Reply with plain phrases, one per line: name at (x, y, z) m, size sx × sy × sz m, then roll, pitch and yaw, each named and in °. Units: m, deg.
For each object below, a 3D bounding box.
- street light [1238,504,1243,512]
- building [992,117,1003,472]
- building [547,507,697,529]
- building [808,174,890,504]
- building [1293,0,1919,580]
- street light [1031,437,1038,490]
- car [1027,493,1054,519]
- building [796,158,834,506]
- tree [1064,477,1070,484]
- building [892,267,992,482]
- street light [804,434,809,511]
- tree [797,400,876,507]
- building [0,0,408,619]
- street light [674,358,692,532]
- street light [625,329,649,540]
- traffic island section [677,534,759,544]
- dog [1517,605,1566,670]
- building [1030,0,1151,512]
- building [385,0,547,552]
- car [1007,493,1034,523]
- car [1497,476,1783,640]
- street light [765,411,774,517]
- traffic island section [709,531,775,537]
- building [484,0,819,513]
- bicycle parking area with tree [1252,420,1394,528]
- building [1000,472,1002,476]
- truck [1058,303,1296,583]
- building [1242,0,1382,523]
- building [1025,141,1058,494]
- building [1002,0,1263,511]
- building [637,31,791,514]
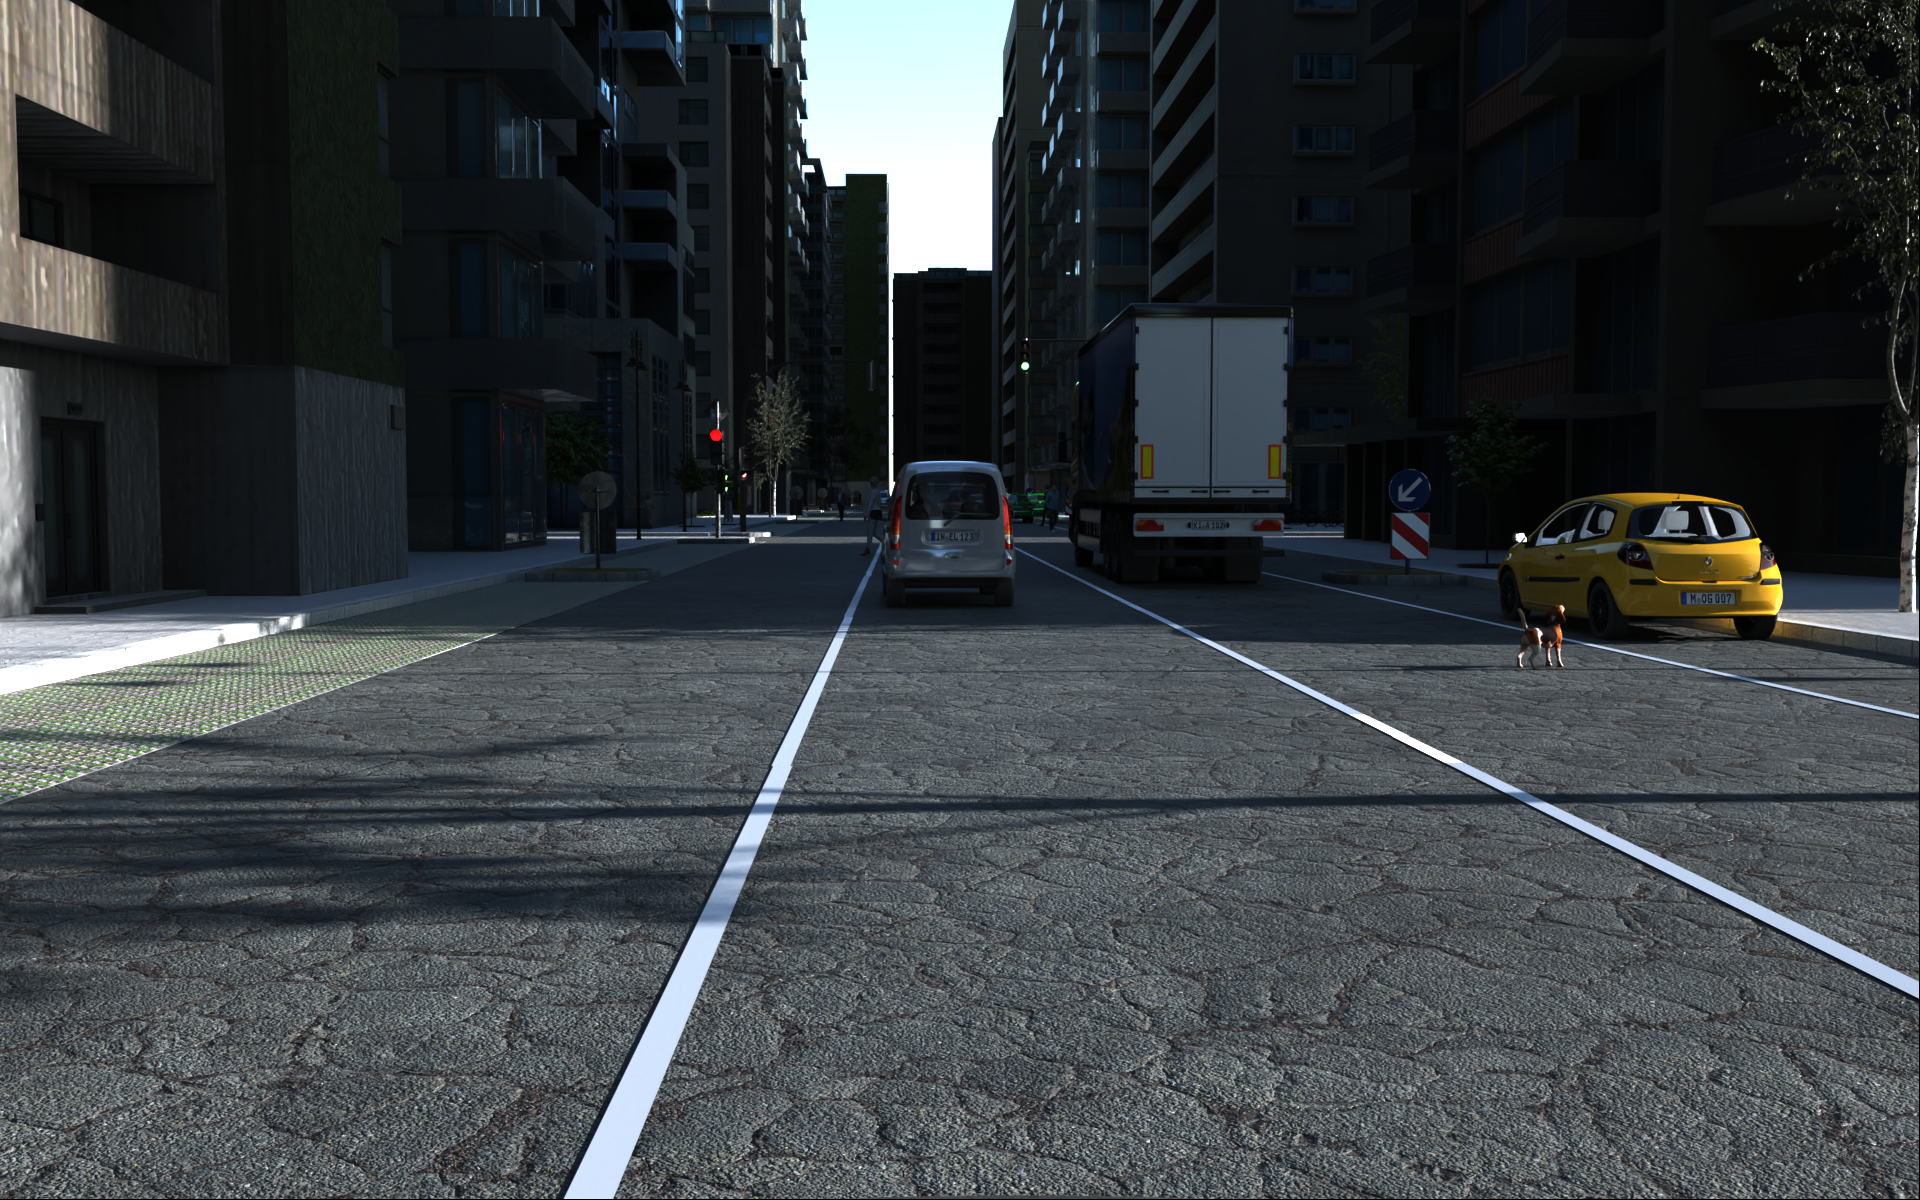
street light at (8.230, -4.766, 50.718) m, size 0.468 × 5.910 × 1.993 m, roll 0°, pitch 4°, yaw -2°
building at (10.969, -33.739, 201.751) m, size 14.600 × 45.320 × 14.200 m, roll 0°, pitch 4°, yaw -2°
building at (-23.073, -46.710, 76.376) m, size 22.319 × 86.520 × 31.000 m, roll 0°, pitch 4°, yaw -2°
building at (-16.144, -33.017, 223.428) m, size 14.086 × 41.232 × 14.154 m, roll 0°, pitch 4°, yaw -2°
building at (21.026, -23.333, 36.120) m, size 22.147 × 44.769 × 28.867 m, roll 0°, pitch 4°, yaw -2°
street light at (5.788, -9.850, 133.827) m, size 0.468 × 5.910 × 1.993 m, roll 0°, pitch 4°, yaw -2°
car at (4.446, -5.528, 99.175) m, size 1.959 × 1.807 × 4.718 m, roll 0°, pitch 4°, yaw -1°
building at (-26.398, -30.699, 193.807) m, size 23.993 × 40.220 × 32.217 m, roll 0°, pitch 4°, yaw -2°
tree at (7.189, -6.532, 101.402) m, size 1.663 × 3.219 × 1.824 m, roll 0°, pitch 3°, yaw 0°
building at (-1.785, -27.659, 223.927) m, size 14.107 × 30.474 × 14.160 m, roll 0°, pitch 4°, yaw -2°
street light at (-11.740, -9.786, 132.789) m, size 0.468 × 5.910 × 1.993 m, roll 0°, pitch 4°, yaw -2°
tree at (-12.791, -14.499, 171.470) m, size 8.767 × 10.594 × 7.601 m, roll -3°, pitch 4°, yaw -37°
building at (-15.251, -15.098, 18.546) m, size 14.160 × 30.474 × 14.107 m, roll 0°, pitch 4°, yaw -2°
street light at (-9.383, -5.264, 58.848) m, size 0.468 × 5.910 × 1.993 m, roll 0°, pitch 4°, yaw -2°
street light at (-9.051, -4.639, 48.635) m, size 0.468 × 5.910 × 1.993 m, roll 0°, pitch 4°, yaw -2°
traffic island section at (-7.103, -1.739, 50.714) m, size 2.009 × 0.180 × 2.903 m, roll 0°, pitch 4°, yaw -2°
dog at (4.797, 0.305, 14.308) m, size 0.406 × 0.507 × 0.540 m, roll 1°, pitch 4°, yaw 14°
building at (17.349, -30.523, 118.665) m, size 23.786 × 49.044 × 30.456 m, roll 0°, pitch 4°, yaw -2°
building at (-24.122, -25.514, 36.758) m, size 30.456 × 49.044 × 23.786 m, roll 0°, pitch 4°, yaw -2°
car at (2.643, -4.761, 86.641) m, size 1.959 × 1.807 × 4.718 m, roll 0°, pitch 4°, yaw -3°
car at (7.083, -0.504, 18.458) m, size 2.015 × 1.641 × 3.980 m, roll 0°, pitch 4°, yaw -2°
street light at (-10.576, -7.550, 96.235) m, size 0.468 × 5.910 × 1.993 m, roll 0°, pitch 4°, yaw -2°
traffic island section at (-7.357, -2.227, 58.695) m, size 2.009 × 0.180 × 2.903 m, roll 0°, pitch 4°, yaw -2°
building at (-24.476, -32.302, 147.753) m, size 23.786 × 49.044 × 30.456 m, roll 0°, pitch 4°, yaw -2°
bicycle parking area with tree at (16.446, -5.070, 69.895) m, size 9.016 × 4.147 × 8.231 m, roll 0°, pitch 4°, yaw 3°
building at (14.792, -45.552, 183.021) m, size 20.563 × 71.187 × 20.611 m, roll 0°, pitch 4°, yaw -2°
truck at (3.549, -2.578, 31.070) m, size 2.839 × 4.237 × 11.283 m, roll 0°, pitch 4°, yaw -1°
building at (21.405, -28.203, 84.828) m, size 21.300 × 48.544 × 21.600 m, roll 0°, pitch 4°, yaw -2°
building at (12.310, -22.826, 144.903) m, size 14.160 × 30.474 × 14.107 m, roll 0°, pitch 4°, yaw -2°
building at (15.229, -32.961, 162.617) m, size 21.300 × 48.544 × 21.600 m, roll 0°, pitch 4°, yaw -2°
building at (-18.506, -20.811, 111.958) m, size 14.160 × 30.474 × 14.107 m, roll 0°, pitch 4°, yaw -2°
